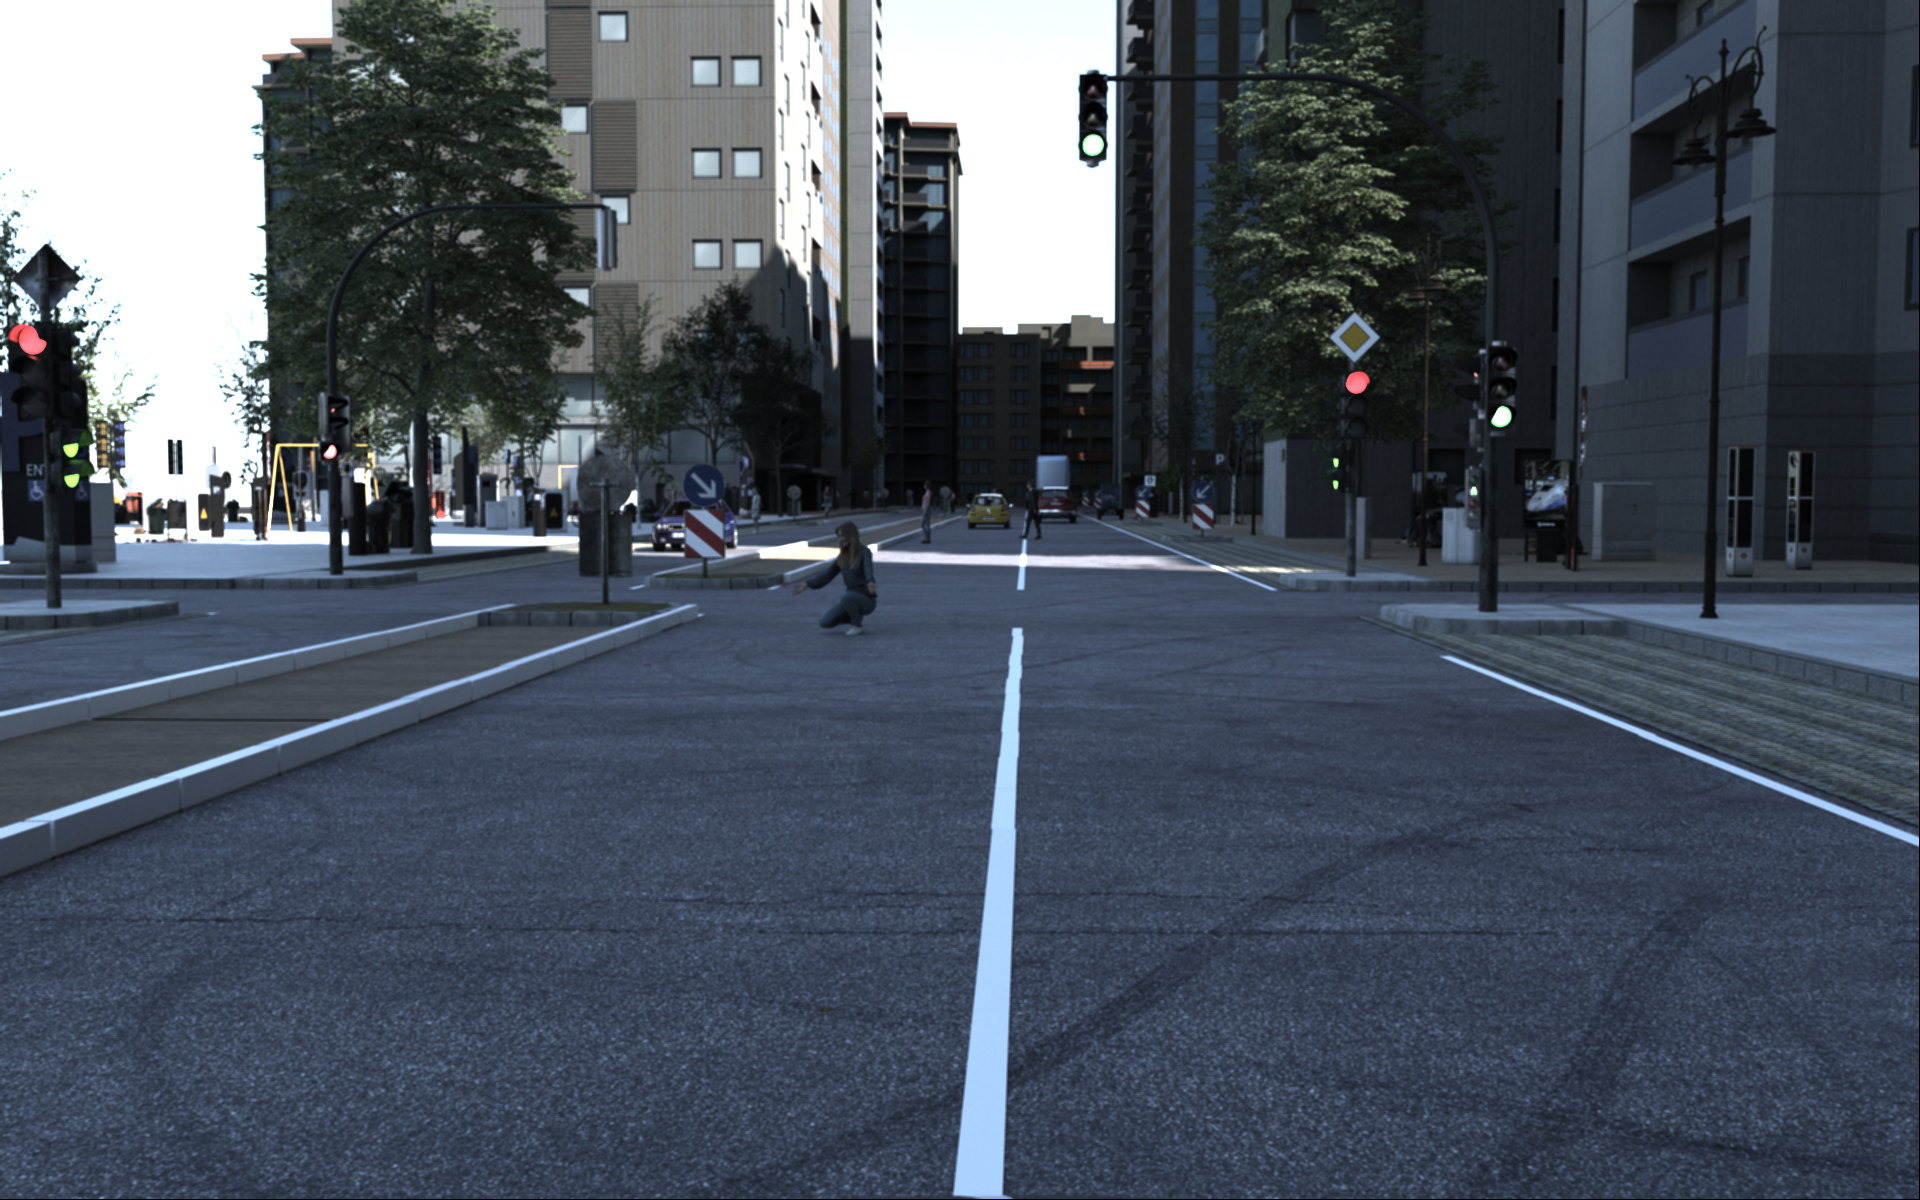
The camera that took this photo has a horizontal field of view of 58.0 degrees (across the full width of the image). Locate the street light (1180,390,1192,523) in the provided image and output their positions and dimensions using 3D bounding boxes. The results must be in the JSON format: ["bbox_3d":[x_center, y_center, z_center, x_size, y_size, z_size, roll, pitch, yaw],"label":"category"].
[{"bbox_3d":[10.105,-6.399,77.404,0.468,5.910,1.993,0,4,2],"label":"street light"}]

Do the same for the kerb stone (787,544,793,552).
[{"bbox_3d":[-4.307,-1.252,42.725,0.120,0.150,1.000,0,4,2],"label":"kerb stone"}]

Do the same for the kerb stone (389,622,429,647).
[{"bbox_3d":[-5.338,0.348,16.567,0.120,0.150,1.000,0,4,2],"label":"kerb stone"}]

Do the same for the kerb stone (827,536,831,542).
[{"bbox_3d":[-3.979,-1.756,50.910,0.120,0.150,1.000,0,4,2],"label":"kerb stone"}]

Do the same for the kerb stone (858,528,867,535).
[{"bbox_3d":[-3.536,-2.440,62.181,0.120,0.150,1.000,0,4,2],"label":"kerb stone"}]

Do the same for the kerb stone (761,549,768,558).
[{"bbox_3d":[-4.465,-1.004,38.628,0.120,0.150,1.000,0,4,2],"label":"kerb stone"}]

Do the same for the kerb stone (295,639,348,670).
[{"bbox_3d":[-5.413,0.469,14.521,0.120,0.150,1.000,0,4,2],"label":"kerb stone"}]

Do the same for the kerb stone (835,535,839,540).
[{"bbox_3d":[-3.905,-1.879,52.954,0.120,0.150,1.000,0,4,2],"label":"kerb stone"}]

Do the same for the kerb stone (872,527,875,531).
[{"bbox_3d":[-3.418,-2.632,65.259,0.120,0.150,1.000,0,4,2],"label":"kerb stone"}]

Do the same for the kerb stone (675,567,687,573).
[{"bbox_3d":[-4.835,-0.441,29.412,0.120,0.150,1.000,0,4,2],"label":"kerb stone"}]

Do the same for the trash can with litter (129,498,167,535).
[{"bbox_3d":[-25.577,-2.643,54.596,1.055,1.170,0.624,-3,5,-39],"label":"trash can with litter"}]

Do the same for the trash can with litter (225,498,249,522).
[{"bbox_3d":[-32.794,-4.114,78.653,1.055,1.170,0.624,1,4,12],"label":"trash can with litter"}]

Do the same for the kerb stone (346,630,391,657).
[{"bbox_3d":[-5.377,0.407,15.546,0.120,0.150,1.000,0,4,2],"label":"kerb stone"}]

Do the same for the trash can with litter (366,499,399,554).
[{"bbox_3d":[-12.538,-1.577,37.169,0.624,1.170,1.055,0,4,6],"label":"trash can with litter"}]

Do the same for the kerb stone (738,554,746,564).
[{"bbox_3d":[-4.593,-0.817,35.560,0.120,0.150,1.000,0,4,2],"label":"kerb stone"}]

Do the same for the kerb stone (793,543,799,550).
[{"bbox_3d":[-4.264,-1.318,43.746,0.120,0.150,1.000,0,4,2],"label":"kerb stone"}]

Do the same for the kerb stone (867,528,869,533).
[{"bbox_3d":[-3.501,-2.508,63.203,0.120,0.150,1.000,0,4,2],"label":"kerb stone"}]

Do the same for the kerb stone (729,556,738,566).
[{"bbox_3d":[-4.618,-0.755,34.538,0.120,0.150,1.000,0,4,2],"label":"kerb stone"}]

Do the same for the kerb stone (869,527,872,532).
[{"bbox_3d":[-3.462,-2.565,64.226,0.120,0.150,1.000,0,4,2],"label":"kerb stone"}]

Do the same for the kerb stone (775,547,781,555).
[{"bbox_3d":[-4.389,-1.130,40.676,0.120,0.150,1.000,0,4,2],"label":"kerb stone"}]

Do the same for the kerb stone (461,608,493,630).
[{"bbox_3d":[-5.255,0.219,18.609,0.120,0.150,1.000,0,4,2],"label":"kerb stone"}]

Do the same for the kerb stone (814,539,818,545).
[{"bbox_3d":[-4.108,-1.567,47.845,0.120,0.150,1.000,0,4,2],"label":"kerb stone"}]

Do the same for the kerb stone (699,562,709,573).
[{"bbox_3d":[-4.751,-0.566,31.456,0.120,0.150,1.000,0,4,2],"label":"kerb stone"}]

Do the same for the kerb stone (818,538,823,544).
[{"bbox_3d":[-4.061,-1.631,48.867,0.120,0.150,1.000,0,4,2],"label":"kerb stone"}]

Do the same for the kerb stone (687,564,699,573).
[{"bbox_3d":[-4.791,-0.504,30.434,0.120,0.150,1.000,0,4,2],"label":"kerb stone"}]

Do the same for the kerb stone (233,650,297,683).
[{"bbox_3d":[-5.462,0.532,13.499,0.120,0.150,1.000,0,4,2],"label":"kerb stone"}]

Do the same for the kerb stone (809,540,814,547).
[{"bbox_3d":[-4.146,-1.500,46.823,0.120,0.150,1.000,0,4,2],"label":"kerb stone"}]

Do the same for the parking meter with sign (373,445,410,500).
[{"bbox_3d":[-20.592,-4.015,61.913,1.738,3.016,0.543,-1,4,-11],"label":"parking meter with sign"}]

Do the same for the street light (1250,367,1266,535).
[{"bbox_3d":[9.219,-4.983,54.262,0.468,5.910,1.993,0,4,2],"label":"street light"}]

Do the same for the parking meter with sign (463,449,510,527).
[{"bbox_3d":[-18.391,-4.344,67.285,1.738,3.016,0.543,-2,4,-29],"label":"parking meter with sign"}]

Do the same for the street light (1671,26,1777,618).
[{"bbox_3d":[7.759,-2.751,17.762,0.468,5.910,1.993,0,4,2],"label":"street light"}]

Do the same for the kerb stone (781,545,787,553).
[{"bbox_3d":[-4.347,-1.190,41.703,0.120,0.150,1.000,0,4,2],"label":"kerb stone"}]

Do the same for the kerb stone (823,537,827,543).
[{"bbox_3d":[-4.026,-1.690,49.889,0.120,0.150,1.000,0,4,2],"label":"kerb stone"}]

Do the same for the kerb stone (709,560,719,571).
[{"bbox_3d":[-4.712,-0.629,32.480,0.120,0.150,1.000,0,4,2],"label":"kerb stone"}]

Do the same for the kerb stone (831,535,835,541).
[{"bbox_3d":[-3.947,-1.819,51.933,0.120,0.150,1.000,0,4,2],"label":"kerb stone"}]

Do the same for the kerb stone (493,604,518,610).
[{"bbox_3d":[-5.214,0.157,19.630,0.120,0.150,1.000,0,4,2],"label":"kerb stone"}]

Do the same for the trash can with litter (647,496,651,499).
[{"bbox_3d":[-16.129,-4.689,88.054,1.055,1.170,0.624,-1,4,-15],"label":"trash can with litter"}]

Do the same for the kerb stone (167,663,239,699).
[{"bbox_3d":[-5.504,0.594,12.478,0.120,0.150,1.000,0,4,2],"label":"kerb stone"}]

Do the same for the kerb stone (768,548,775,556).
[{"bbox_3d":[-4.424,-1.067,39.653,0.120,0.150,1.000,0,4,2],"label":"kerb stone"}]

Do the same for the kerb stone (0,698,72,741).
[{"bbox_3d":[-5.580,0.720,10.429,0.120,0.150,1.000,0,4,2],"label":"kerb stone"}]

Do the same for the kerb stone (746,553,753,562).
[{"bbox_3d":[-4.556,-0.880,36.582,0.120,0.150,1.000,0,4,2],"label":"kerb stone"}]

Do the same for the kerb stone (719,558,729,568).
[{"bbox_3d":[-4.668,-0.690,33.508,0.120,0.150,1.000,0,4,2],"label":"kerb stone"}]

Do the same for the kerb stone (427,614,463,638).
[{"bbox_3d":[-5.294,0.282,17.588,0.120,0.150,1.000,0,4,2],"label":"kerb stone"}]

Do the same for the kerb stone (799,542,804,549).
[{"bbox_3d":[-4.220,-1.375,44.777,0.120,0.150,1.000,0,4,2],"label":"kerb stone"}]

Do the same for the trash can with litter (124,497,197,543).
[{"bbox_3d":[-21.336,-2.152,46.237,1.678,1.210,2.233,3,4,38],"label":"trash can with litter"}]

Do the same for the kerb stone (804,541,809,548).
[{"bbox_3d":[-4.178,-1.444,45.801,0.120,0.150,1.000,0,4,2],"label":"kerb stone"}]

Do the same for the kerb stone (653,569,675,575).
[{"bbox_3d":[-4.870,-0.378,28.390,0.120,0.150,1.000,0,4,2],"label":"kerb stone"}]

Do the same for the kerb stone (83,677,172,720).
[{"bbox_3d":[-5.538,0.657,11.450,0.120,0.150,1.000,0,4,2],"label":"kerb stone"}]

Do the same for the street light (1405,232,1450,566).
[{"bbox_3d":[8.283,-3.550,30.833,0.468,5.910,1.993,0,4,2],"label":"street light"}]

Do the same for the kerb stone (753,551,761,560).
[{"bbox_3d":[-4.507,-0.941,37.607,0.120,0.150,1.000,0,4,2],"label":"kerb stone"}]

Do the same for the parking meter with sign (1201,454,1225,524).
[{"bbox_3d":[10.836,-4.832,75.259,0.543,3.016,1.738,-1,4,-22],"label":"parking meter with sign"}]

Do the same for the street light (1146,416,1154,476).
[{"bbox_3d":[11.107,-7.839,100.958,0.468,5.910,1.993,0,4,2],"label":"street light"}]
